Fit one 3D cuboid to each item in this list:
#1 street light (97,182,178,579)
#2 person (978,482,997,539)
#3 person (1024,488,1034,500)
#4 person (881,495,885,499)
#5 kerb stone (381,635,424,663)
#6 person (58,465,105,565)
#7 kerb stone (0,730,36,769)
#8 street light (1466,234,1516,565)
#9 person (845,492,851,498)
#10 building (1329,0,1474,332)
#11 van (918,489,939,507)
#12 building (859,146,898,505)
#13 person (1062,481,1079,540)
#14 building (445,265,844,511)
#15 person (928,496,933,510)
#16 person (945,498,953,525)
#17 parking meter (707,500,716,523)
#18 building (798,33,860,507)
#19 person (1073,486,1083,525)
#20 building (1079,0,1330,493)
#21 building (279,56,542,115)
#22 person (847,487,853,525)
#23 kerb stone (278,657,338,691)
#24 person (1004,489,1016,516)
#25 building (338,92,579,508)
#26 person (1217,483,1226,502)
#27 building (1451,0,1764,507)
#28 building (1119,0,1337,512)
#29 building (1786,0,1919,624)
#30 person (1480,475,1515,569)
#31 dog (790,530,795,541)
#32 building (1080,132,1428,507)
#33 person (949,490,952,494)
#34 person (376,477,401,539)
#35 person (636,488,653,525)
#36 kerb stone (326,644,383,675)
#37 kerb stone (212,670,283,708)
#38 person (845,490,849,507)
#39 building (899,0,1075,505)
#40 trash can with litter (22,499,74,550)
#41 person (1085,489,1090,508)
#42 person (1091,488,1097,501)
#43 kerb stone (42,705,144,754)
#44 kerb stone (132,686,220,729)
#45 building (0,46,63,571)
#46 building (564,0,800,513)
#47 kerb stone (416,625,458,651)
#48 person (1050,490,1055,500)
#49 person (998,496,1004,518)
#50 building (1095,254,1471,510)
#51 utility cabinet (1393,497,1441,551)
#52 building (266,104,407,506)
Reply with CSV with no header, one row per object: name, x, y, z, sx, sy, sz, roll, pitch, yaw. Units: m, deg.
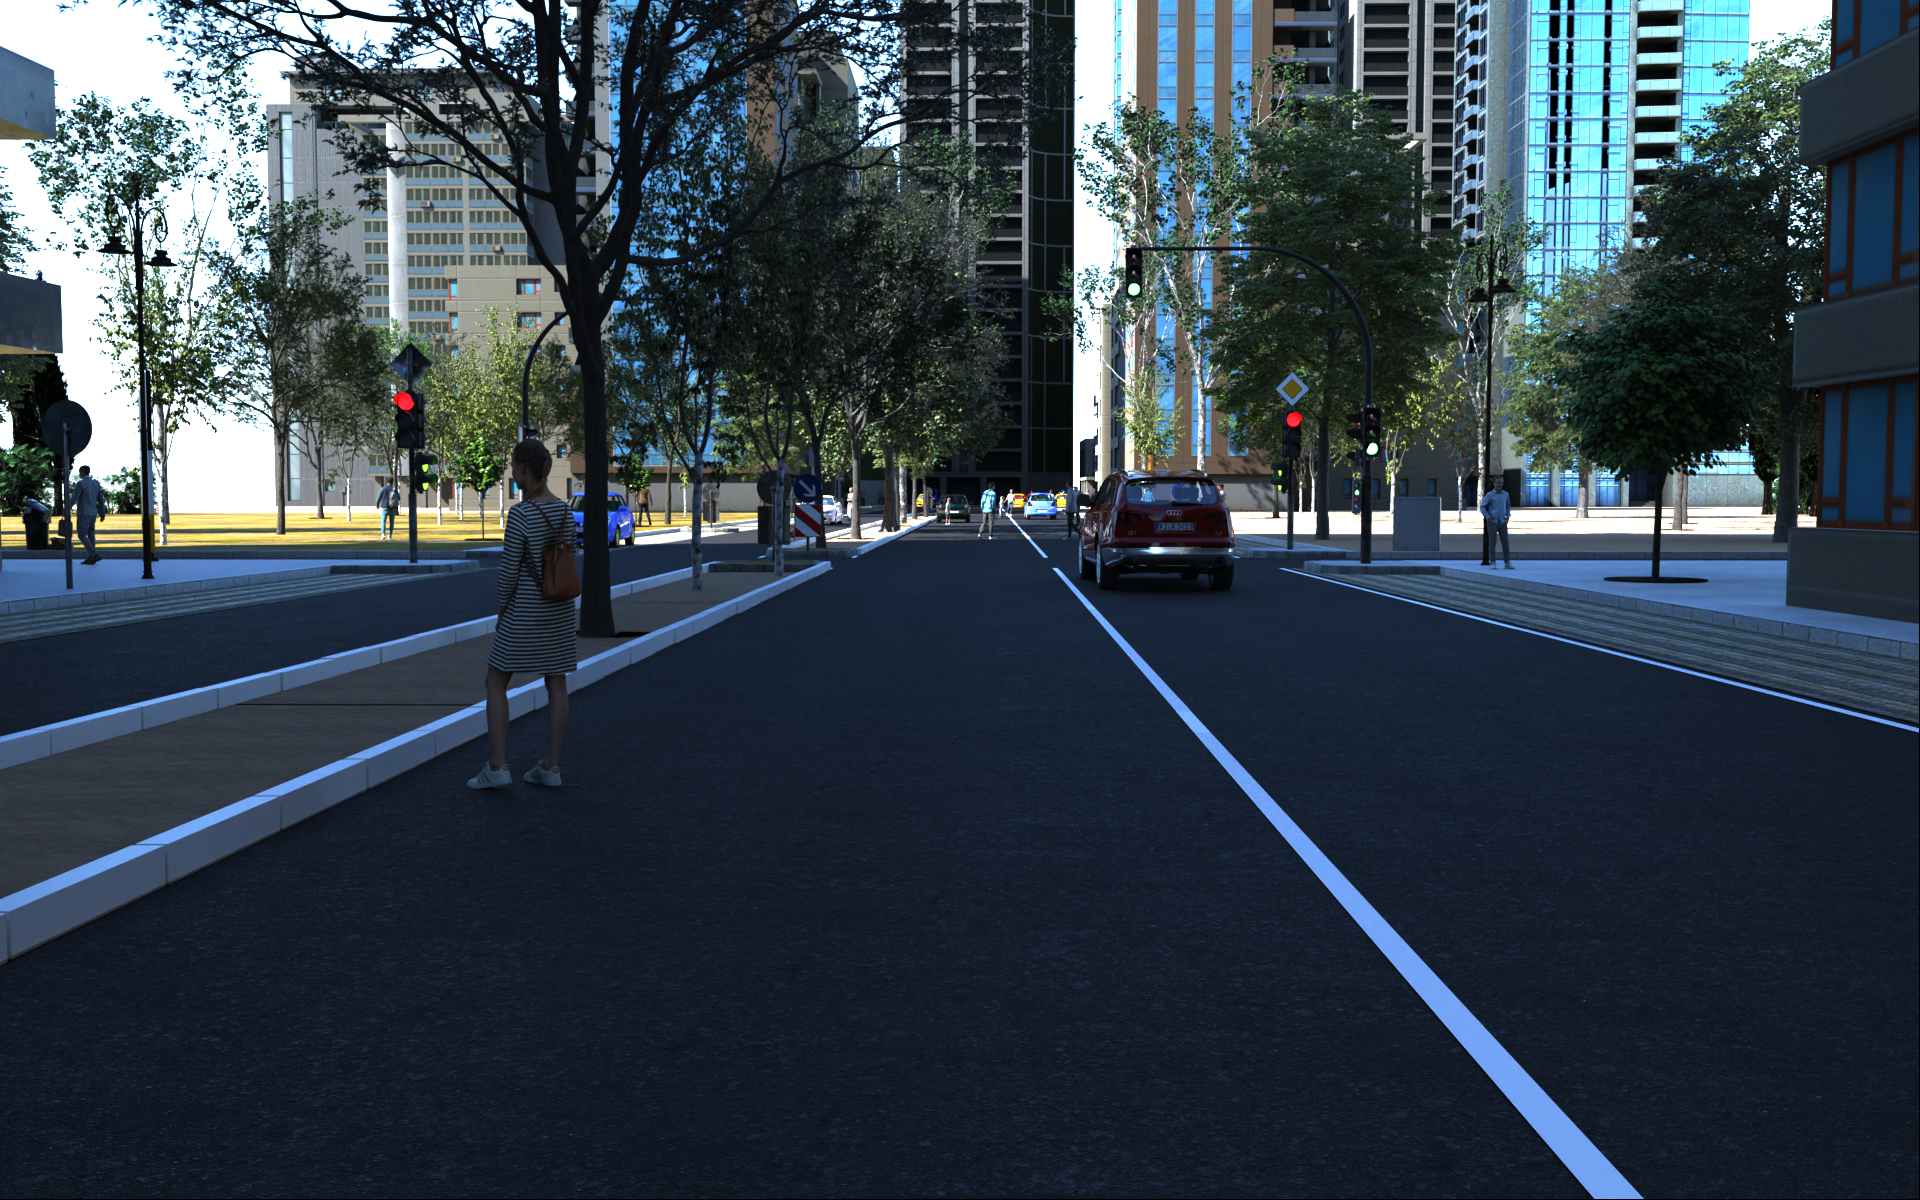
street light,-12.316,-3.260,26.088,0.468,5.910,1.993,0,4,1
person,0.872,-2.852,55.147,0.660,1.820,0.620,3,5,43
person,4.911,-6.701,118.003,1.348,1.831,0.705,-1,4,-23
person,-6.895,-9.448,163.763,1.217,1.735,0.721,0,4,6
kerb stone,-4.911,0.439,15.068,0.120,0.150,1.000,0,4,1
person,-15.979,-1.558,31.632,0.853,1.813,0.709,1,4,15
kerb stone,-5.017,0.812,8.923,0.120,0.150,1.000,0,4,1
street light,9.477,-3.563,31.040,0.468,5.910,1.993,0,4,1
person,-10.075,-9.489,161.277,1.348,1.812,0.705,-3,5,-39
building,56.150,-47.102,208.376,20.611,71.187,20.563,0,4,1
van,-3.388,-11.349,189.938,2.240,2.365,5.245,0,4,1
building,-14.609,-31.992,206.667,14.086,41.232,14.154,0,4,1
person,3.537,-2.788,53.929,0.795,1.843,0.661,2,4,25
building,-24.821,-18.367,145.339,27.650,21.520,28.899,0,4,1
person,-2.697,-8.812,153.260,0.721,1.739,1.217,-2,4,-28
person,-0.522,-4.118,80.512,0.332,1.250,0.352,-2,4,-26
parking meter,-11.148,-4.240,77.735,0.372,1.533,0.369,0,3,0
building,-21.704,-34.005,179.683,21.600,48.544,21.300,0,4,1
person,5.427,-4.371,80.149,0.473,1.802,0.592,-2,4,-25
building,30.194,-54.832,209.181,31.000,86.520,22.319,0,4,1
building,-64.336,-38.253,214.672,27.495,52.752,28.713,0,4,1
person,-5.087,-4.404,81.050,0.519,1.759,0.362,2,4,27
kerb stone,-4.945,0.567,13.024,0.120,0.150,1.000,0,4,1
person,3.213,-6.372,113.352,0.731,1.740,0.598,-1,4,-21
building,-44.608,-29.469,173.697,23.993,40.220,32.217,0,4,1
person,8.563,-2.970,57.248,0.466,1.800,0.511,0,4,7
building,65.391,-52.849,176.760,31.000,86.520,22.319,0,4,1
building,19.389,-29.281,128.857,14.600,45.320,14.200,0,4,1
building,23.101,-9.762,4.657,27.650,21.520,28.899,0,4,1
person,9.197,-1.332,29.640,0.589,1.601,0.330,0,4,0
dog,-4.973,-1.902,50.383,0.540,0.507,0.406,1,4,15
building,28.828,-29.702,177.508,32.217,40.220,23.993,0,4,1
person,-0.959,-10.685,183.161,1.348,1.831,0.705,2,4,34
person,-16.287,-2.629,49.380,0.623,1.781,0.721,-2,4,-31
person,-12.892,-3.966,70.800,0.836,1.842,0.656,3,5,41
kerb stone,-4.938,0.498,14.046,0.120,0.150,1.000,0,4,1
kerb stone,-4.968,0.629,11.992,0.120,0.150,1.000,0,4,1
person,-11.040,-9.904,168.906,0.436,1.711,0.756,0,4,-5
building,3.445,-47.095,208.255,20.611,71.187,20.563,0,4,1
trash can with litter,-20.909,-1.733,39.726,1.055,1.170,0.624,0,4,0
person,11.819,-9.391,160.247,0.621,1.740,0.551,-1,4,-23
person,7.925,-5.719,102.419,0.576,1.772,0.534,2,4,29
kerb stone,-5.006,0.751,9.945,0.120,0.150,1.000,0,4,1
kerb stone,-4.988,0.688,10.967,0.120,0.150,1.000,0,4,1
building,-28.846,-24.369,18.042,30.456,49.044,23.786,0,4,1
building,-19.097,-28.901,122.634,14.600,45.320,14.200,0,4,1
kerb stone,-4.904,0.373,16.093,0.120,0.150,1.000,0,4,1
person,6.005,-6.407,114.253,0.512,1.701,0.522,0,4,0
person,2.497,-5.658,105.293,0.394,1.301,0.425,0,4,5
building,26.610,-18.740,151.438,27.650,21.520,28.899,0,4,1
utility cabinet,10.324,-1.710,39.118,1.020,1.237,0.306,1,4,21
building,-63.932,-30.655,184.800,14.086,41.232,14.154,0,4,1
